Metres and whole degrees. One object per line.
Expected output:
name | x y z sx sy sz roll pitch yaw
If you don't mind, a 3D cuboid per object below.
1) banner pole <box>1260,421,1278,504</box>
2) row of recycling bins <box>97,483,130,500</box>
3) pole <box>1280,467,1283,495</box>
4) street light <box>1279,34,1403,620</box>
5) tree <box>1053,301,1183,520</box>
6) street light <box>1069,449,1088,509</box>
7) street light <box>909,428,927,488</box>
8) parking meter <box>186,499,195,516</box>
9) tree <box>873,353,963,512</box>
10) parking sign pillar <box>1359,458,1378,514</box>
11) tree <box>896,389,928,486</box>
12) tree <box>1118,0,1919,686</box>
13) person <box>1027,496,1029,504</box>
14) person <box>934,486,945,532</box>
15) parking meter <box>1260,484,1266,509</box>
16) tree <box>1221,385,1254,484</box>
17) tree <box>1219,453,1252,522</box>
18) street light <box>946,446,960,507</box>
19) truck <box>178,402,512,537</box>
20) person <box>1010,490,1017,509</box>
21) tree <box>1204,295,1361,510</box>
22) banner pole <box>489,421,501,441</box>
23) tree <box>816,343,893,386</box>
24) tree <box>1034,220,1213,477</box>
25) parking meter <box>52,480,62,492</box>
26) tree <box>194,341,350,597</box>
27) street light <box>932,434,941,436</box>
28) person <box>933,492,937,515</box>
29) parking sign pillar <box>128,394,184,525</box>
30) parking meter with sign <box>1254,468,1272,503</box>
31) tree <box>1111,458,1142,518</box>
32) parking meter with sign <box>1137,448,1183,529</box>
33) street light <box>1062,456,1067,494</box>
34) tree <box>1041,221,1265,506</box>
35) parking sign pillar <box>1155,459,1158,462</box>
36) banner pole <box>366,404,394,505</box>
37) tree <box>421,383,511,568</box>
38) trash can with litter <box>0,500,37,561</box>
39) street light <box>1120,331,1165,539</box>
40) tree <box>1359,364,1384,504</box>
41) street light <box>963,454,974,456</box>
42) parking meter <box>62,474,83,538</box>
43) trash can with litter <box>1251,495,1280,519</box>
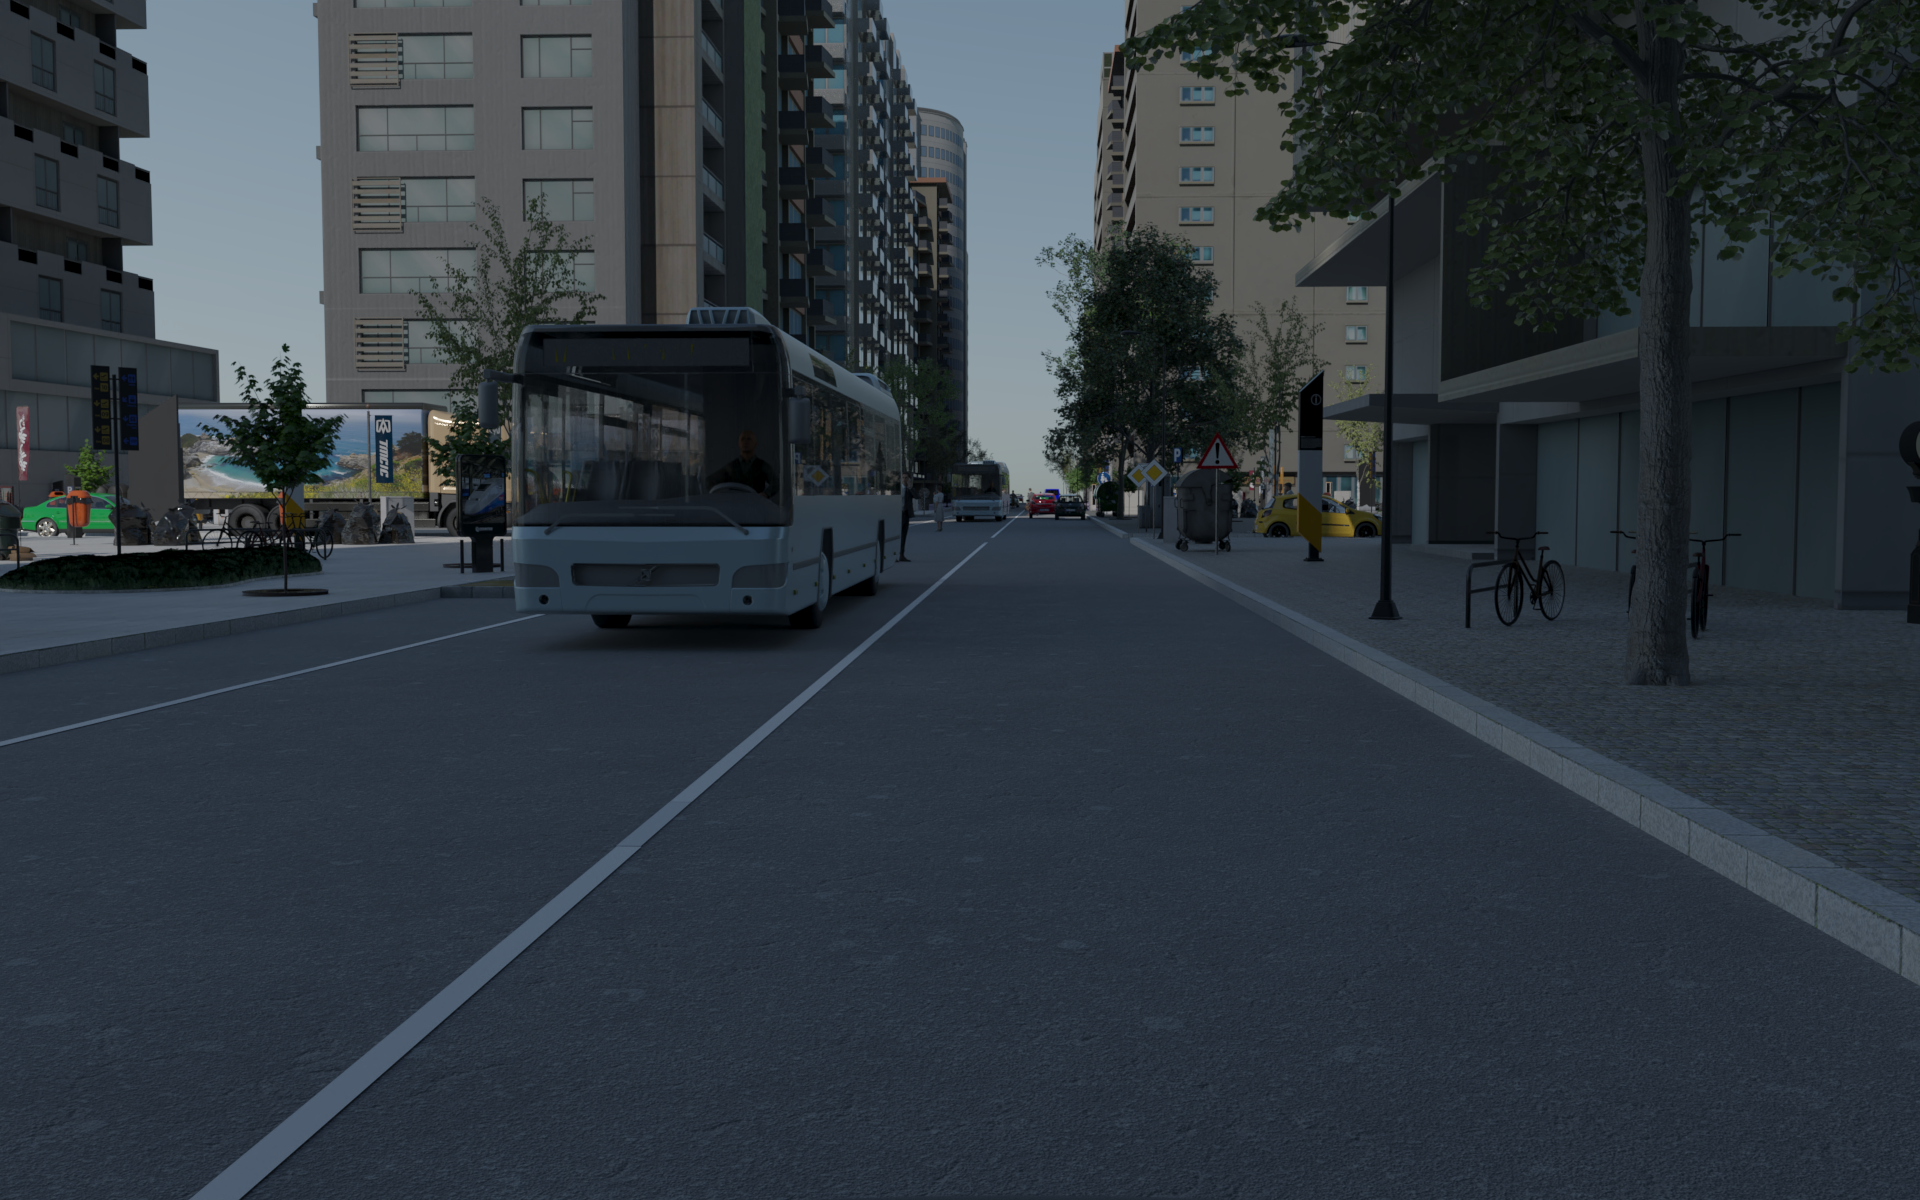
banner pole | 10.634 -4.212 58.888 0.401 3.779 0.863 2 4 31
row of recycling bins | -31.209 -3.559 65.301 3.534 1.692 1.069 1 4 14
pole | 24.292 -8.374 130.764 0.158 3.312 0.155 0 3 0
street light | 3.831 -2.759 17.647 1.470 5.913 1.316 0 4 3
tree | 8.151 -9.830 86.469 9.928 11.665 9.643 0 3 0
street light | 10.032 -10.544 144.928 1.470 5.913 1.316 0 4 3
street light | -2.980 -9.091 121.183 1.470 5.913 1.316 0 4 3
parking meter | -35.864 -4.424 80.737 0.372 1.533 0.369 0 3 0
tree | -3.752 -12.285 126.619 9.928 11.665 9.643 0 3 0
parking sign pillar | 26.627 -7.635 113.301 1.447 3.967 1.447 -2 4 -24
tree | -4.698 -10.044 114.583 4.360 8.622 3.978 0 3 0
tree | 4.540 -5.729 11.791 7.486 12.596 7.792 0 3 0
person | 9.656 -14.343 244.473 0.415 1.643 0.593 0 4 4
person | -0.856 -3.505 66.380 0.524 1.755 0.480 2 4 35
parking meter | 17.988 -5.925 102.587 0.255 1.863 0.399 -1 4 -22
tree | 16.143 -9.486 105.463 4.360 8.622 3.978 0 3 0
tree | 12.552 -5.243 80.324 1.663 3.219 1.824 0 3 0
street light | -0.723 -11.870 166.612 1.470 5.913 1.316 0 4 3
truck | -18.629 -3.995 54.225 11.283 4.237 2.839 0 4 1
person | 5.167 -9.850 169.556 1.348 1.824 0.705 -3 5 -43
tree | 11.474 -6.943 63.887 4.737 8.622 4.395 0 3 0
banner pole | -13.324 -3.619 49.185 0.401 3.779 0.863 3 4 36
tree | -5.886 -8.142 83.477 4.737 8.622 4.395 0 3 0
tree | 11.276 -16.002 117.518 12.611 20.169 13.585 0 3 0
parking meter | -38.373 -4.159 73.703 0.399 1.863 0.255 0 4 -6
tree | -8.484 -1.674 21.966 1.663 3.219 1.824 0 3 0
street light | -2.217 -9.932 134.922 1.470 5.913 1.316 0 4 3
person | -1.712 -6.715 120.102 0.330 1.601 0.589 2 4 25
parking sign pillar | -21.812 -3.579 46.996 1.447 3.967 1.447 0 4 -5
parking meter with sign | 20.148 -7.176 113.582 1.738 3.016 0.543 1 4 14
tree | 9.050 -6.002 92.741 1.663 3.219 1.824 0 3 0
parking meter with sign | 7.475 -4.196 64.861 1.738 3.016 0.543 -2 4 -27
street light | 11.473 -12.518 177.208 1.470 5.913 1.316 0 4 3
tree | 8.157 -9.548 73.118 9.611 12.733 9.660 0 3 0
parking sign pillar | 15.086 -8.695 130.633 1.447 3.967 1.447 3 4 39
banner pole | -16.196 -3.560 48.227 0.863 3.779 0.401 -1 4 -16
tree | -8.700 -2.191 30.426 1.663 3.219 1.824 0 3 0
trash can with litter | -18.234 -1.346 33.393 1.055 1.170 0.624 2 4 26
street light | 5.262 -4.700 49.382 1.470 5.913 1.316 0 4 3
tree | 22.281 -8.893 95.757 4.737 8.622 4.395 0 3 0
street light | 0.863 -13.846 198.917 1.470 5.913 1.316 0 4 3
parking meter | -25.767 -2.732 50.381 0.399 1.863 0.255 1 4 20
trash can with litter | 15.870 -4.709 88.043 2.233 1.210 1.678 1 4 13
